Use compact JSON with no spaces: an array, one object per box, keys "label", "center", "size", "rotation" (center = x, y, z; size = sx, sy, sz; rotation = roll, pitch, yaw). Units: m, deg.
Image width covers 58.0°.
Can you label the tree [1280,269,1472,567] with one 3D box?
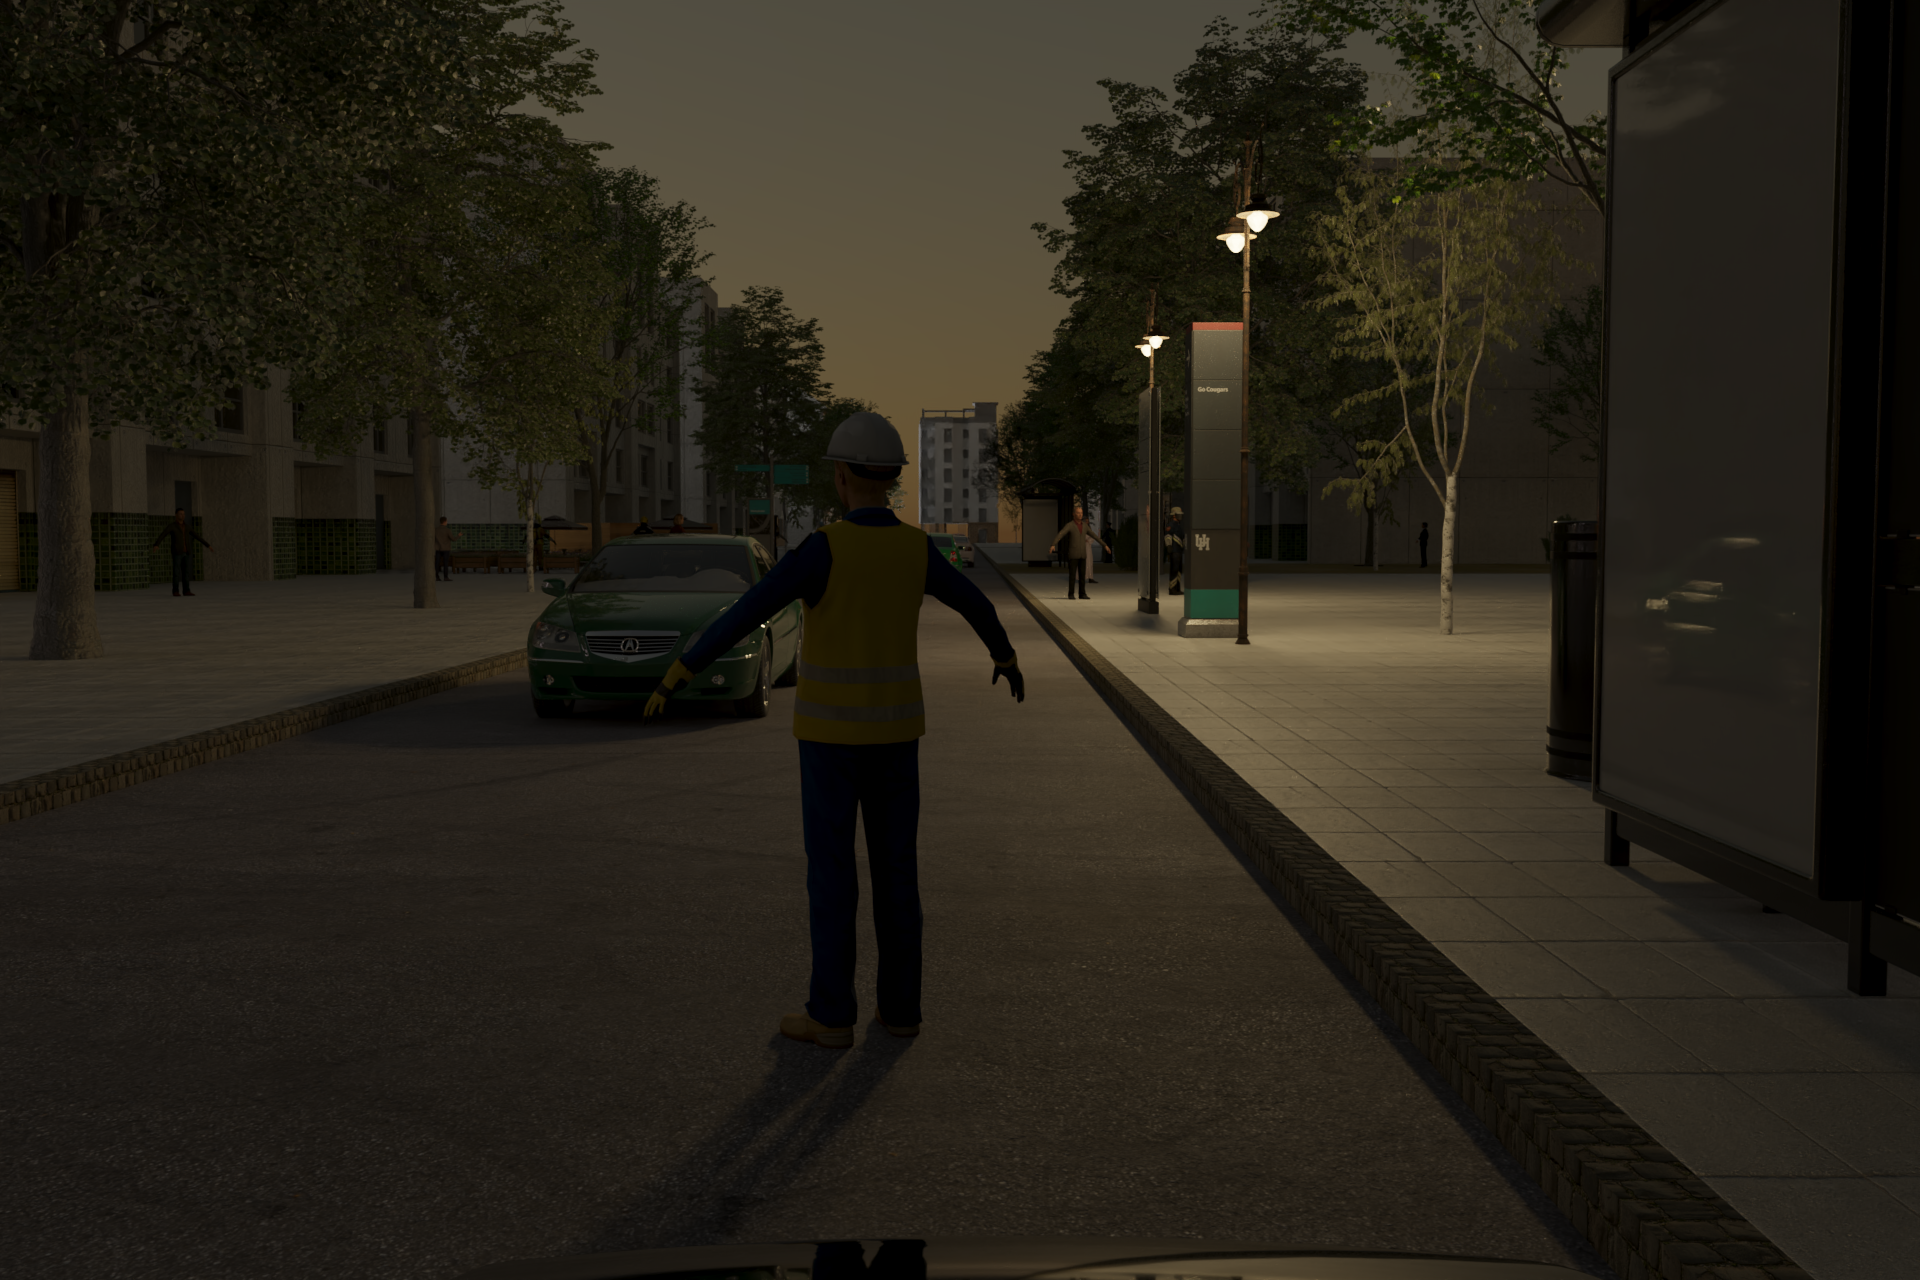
[{"label":"tree","center":[16.244,-8.730,68.487],"size":[9.928,11.665,9.643],"rotation":[0,3,0]}]

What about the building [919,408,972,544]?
[{"label":"building","center":[-5.484,-23.999,251.252],"size":[11.380,20.090,16.016],"rotation":[-1,4,-9]}]

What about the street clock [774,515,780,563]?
[{"label":"street clock","center":[-7.012,-3.738,65.692],"size":[0.358,2.002,0.471],"rotation":[0,4,1]}]

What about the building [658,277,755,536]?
[{"label":"building","center":[-26.210,-16.442,135.283],"size":[16.747,18.905,31.486],"rotation":[0,4,0]}]

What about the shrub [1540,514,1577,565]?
[{"label":"shrub","center":[22.348,-3.660,63.889],"size":[1.661,2.075,1.752],"rotation":[0,3,0]}]

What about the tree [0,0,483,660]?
[{"label":"tree","center":[-9.347,-6.785,17.583],"size":[9.857,13.997,8.962],"rotation":[0,3,0]}]

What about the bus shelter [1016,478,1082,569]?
[{"label":"bus shelter","center":[3.266,-4.338,64.858],"size":[2.014,3.302,5.546],"rotation":[0,4,-2]}]

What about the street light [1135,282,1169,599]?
[{"label":"street light","center":[3.533,-3.622,32.007],"size":[0.468,5.910,1.993],"rotation":[0,4,0]}]

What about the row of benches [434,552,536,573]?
[{"label":"row of benches","center":[-16.046,-2.623,58.355],"size":[4.104,0.672,1.422],"rotation":[1,4,21]}]

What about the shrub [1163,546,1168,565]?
[{"label":"shrub","center":[7.698,-3.470,67.855],"size":[1.383,1.207,1.383],"rotation":[0,3,0]}]

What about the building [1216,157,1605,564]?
[{"label":"building","center":[23.514,-13.678,90.100],"size":[16.747,18.905,31.486],"rotation":[0,4,0]}]

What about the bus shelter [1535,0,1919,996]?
[{"label":"bus shelter","center":[3.293,-1.682,5.138],"size":[2.179,5.291,8.768],"rotation":[0,4,0]}]

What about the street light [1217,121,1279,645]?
[{"label":"street light","center":[3.292,-2.887,19.986],"size":[0.468,5.910,1.993],"rotation":[0,4,0]}]

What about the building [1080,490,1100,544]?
[{"label":"building","center":[20.825,-17.212,223.561],"size":[9.099,9.664,28.070],"rotation":[0,4,0]}]

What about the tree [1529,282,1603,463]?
[{"label":"tree","center":[26.928,-8.825,70.046],"size":[9.928,11.665,9.643],"rotation":[0,3,0]}]

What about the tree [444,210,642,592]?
[{"label":"tree","center":[-9.327,-5.376,38.253],"size":[4.737,8.622,4.395],"rotation":[0,3,0]}]

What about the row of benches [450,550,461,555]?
[{"label":"row of benches","center":[-21.005,-3.276,69.020],"size":[1.422,0.672,4.104],"rotation":[0,4,7]}]

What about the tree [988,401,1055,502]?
[{"label":"tree","center":[6.012,-12.734,133.951],"size":[9.928,11.665,9.643],"rotation":[0,3,0]}]

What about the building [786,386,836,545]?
[{"label":"building","center":[-25.441,-23.501,215.170],"size":[19.493,23.208,18.063],"rotation":[0,4,1]}]

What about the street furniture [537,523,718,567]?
[{"label":"street furniture","center":[-13.769,-3.820,69.303],"size":[9.812,1.723,11.010],"rotation":[-3,5,-42]}]

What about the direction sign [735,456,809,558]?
[{"label":"direction sign","center":[-6.468,-4.366,60.153],"size":[2.525,3.948,1.411],"rotation":[0,4,-1]}]

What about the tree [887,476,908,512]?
[{"label":"tree","center":[-11.431,-19.772,249.025],"size":[9.928,11.665,9.643],"rotation":[0,3,0]}]

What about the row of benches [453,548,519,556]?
[{"label":"row of benches","center":[-20.762,-3.661,75.319],"size":[1.422,0.672,4.104],"rotation":[2,4,25]}]

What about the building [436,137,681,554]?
[{"label":"building","center":[-26.032,-13.869,93.215],"size":[16.747,18.905,31.486],"rotation":[0,4,0]}]

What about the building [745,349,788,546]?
[{"label":"building","center":[-24.028,-19.630,177.370],"size":[16.016,20.090,11.380],"rotation":[0,4,1]}]

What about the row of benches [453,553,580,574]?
[{"label":"row of benches","center":[-14.437,-2.482,56.052],"size":[4.104,0.672,1.422],"rotation":[0,4,-4]}]

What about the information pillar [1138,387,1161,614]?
[{"label":"information pillar","center":[3.102,-2.271,28.451],"size":[0.184,3.620,1.656],"rotation":[0,4,0]}]

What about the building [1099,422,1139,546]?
[{"label":"building","center":[24.672,-19.582,186.621],"size":[16.747,18.905,31.486],"rotation":[0,3,0]}]

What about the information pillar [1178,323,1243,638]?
[{"label":"information pillar","center":[3.151,-1.970,21.582],"size":[0.750,3.857,0.750],"rotation":[0,4,0]}]

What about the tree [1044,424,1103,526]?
[{"label":"tree","center":[6.643,-9.442,104.741],"size":[4.737,8.622,4.395],"rotation":[0,3,0]}]

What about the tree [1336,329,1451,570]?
[{"label":"tree","center":[14.914,-6.758,60.849],"size":[4.737,8.622,4.395],"rotation":[0,3,0]}]

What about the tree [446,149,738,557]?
[{"label":"tree","center":[-9.760,-7.380,46.422],"size":[9.928,11.665,9.643],"rotation":[0,3,0]}]

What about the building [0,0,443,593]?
[{"label":"building","center":[-27.251,-11.045,47.042],"size":[16.747,18.905,31.486],"rotation":[0,3,0]}]

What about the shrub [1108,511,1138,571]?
[{"label":"shrub","center":[6.079,-3.461,60.621],"size":[1.661,2.075,1.752],"rotation":[0,3,0]}]

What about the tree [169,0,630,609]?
[{"label":"tree","center":[-9.703,-6.821,29.645],"size":[7.486,12.596,7.792],"rotation":[0,3,0]}]

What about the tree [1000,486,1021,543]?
[{"label":"tree","center":[8.372,-18.373,250.760],"size":[4.360,8.622,3.978],"rotation":[0,3,0]}]

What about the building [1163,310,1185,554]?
[{"label":"building","center":[22.893,-17.696,120.261],"size":[19.493,23.208,18.063],"rotation":[0,4,0]}]
